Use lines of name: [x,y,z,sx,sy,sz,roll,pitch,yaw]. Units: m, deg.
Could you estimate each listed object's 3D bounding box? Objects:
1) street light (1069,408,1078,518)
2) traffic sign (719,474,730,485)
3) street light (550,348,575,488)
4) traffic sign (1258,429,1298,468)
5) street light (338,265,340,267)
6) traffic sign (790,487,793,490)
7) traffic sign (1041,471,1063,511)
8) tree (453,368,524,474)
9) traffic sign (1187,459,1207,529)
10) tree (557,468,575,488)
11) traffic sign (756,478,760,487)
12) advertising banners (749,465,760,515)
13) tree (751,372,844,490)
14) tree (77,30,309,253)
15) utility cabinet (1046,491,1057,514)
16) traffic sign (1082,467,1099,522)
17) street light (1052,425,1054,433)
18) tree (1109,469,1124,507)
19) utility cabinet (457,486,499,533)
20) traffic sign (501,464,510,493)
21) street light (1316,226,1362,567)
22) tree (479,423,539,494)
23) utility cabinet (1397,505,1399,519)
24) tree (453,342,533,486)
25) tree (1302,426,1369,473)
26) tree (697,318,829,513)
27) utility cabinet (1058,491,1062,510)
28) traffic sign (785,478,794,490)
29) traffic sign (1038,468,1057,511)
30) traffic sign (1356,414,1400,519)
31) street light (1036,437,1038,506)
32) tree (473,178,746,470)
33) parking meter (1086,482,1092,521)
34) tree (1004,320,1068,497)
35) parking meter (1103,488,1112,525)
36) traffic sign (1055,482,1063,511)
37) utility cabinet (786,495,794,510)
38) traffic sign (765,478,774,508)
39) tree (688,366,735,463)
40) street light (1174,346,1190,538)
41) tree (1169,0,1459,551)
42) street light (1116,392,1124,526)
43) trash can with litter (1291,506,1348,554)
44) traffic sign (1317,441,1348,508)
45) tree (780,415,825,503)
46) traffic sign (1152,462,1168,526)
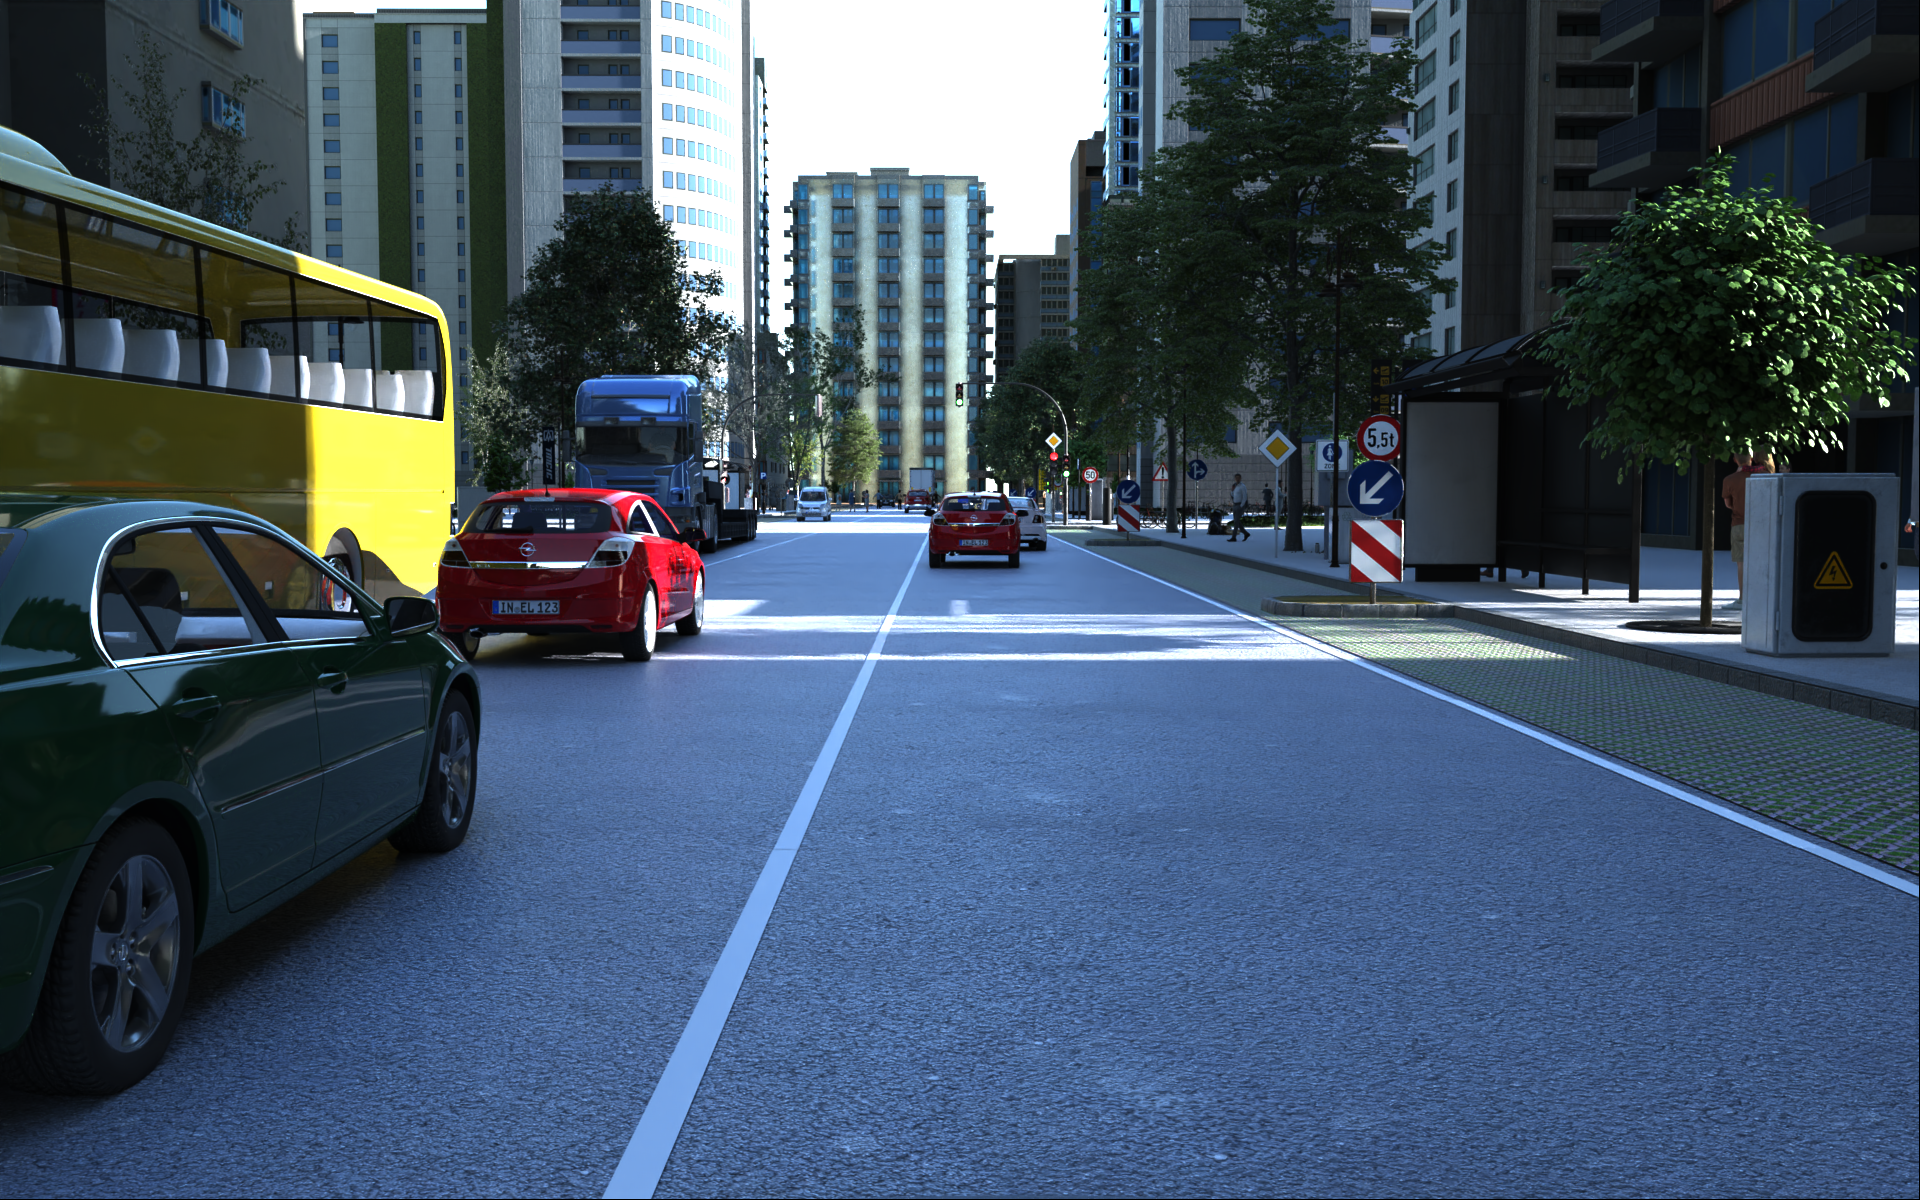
street light: [6.128,-7.383,93.506,0.468,5.910,1.993,0,4,0]
traffic sign: [-13.905,-6.228,101.931,0.768,2.556,0.104,0,4,8]
street light: [-12.568,-5.019,54.855,0.468,5.910,1.993,0,4,0]
traffic sign: [6.392,-2.145,34.808,0.795,2.593,0.064,0,4,3]
street light: [-12.503,-3.809,35.065,0.468,5.910,1.993,0,4,0]
traffic sign: [-14.626,-9.154,149.781,0.768,2.556,0.104,0,4,6]
traffic sign: [7.289,-8.445,131.947,2.265,3.308,0.079,0,4,5]
tree: [-27.469,-9.223,101.155,4.737,8.622,4.395,0,3,0]
traffic sign: [8.725,-3.898,63.844,0.768,2.556,0.104,0,4,5]
tree: [-29.364,-8.316,130.571,1.663,3.219,1.824,0,3,0]
traffic sign: [-15.624,-8.053,131.771,0.768,2.556,0.104,0,4,0]
advertising banners: [-12.642,-6.741,106.401,0.090,3.025,2.074,1,4,12]
tree: [-13.754,-13.398,144.818,9.928,11.665,9.643,0,3,0]
tree: [-12.421,-4.749,28.009,4.360,8.622,3.978,0,3,0]
utility cabinet: [5.848,-6.313,111.889,0.318,1.500,1.173,-1,4,-14]
traffic sign: [6.072,-4.933,80.757,0.768,2.556,0.104,0,4,4]
street light: [6.083,-8.601,113.414,0.468,5.910,1.993,0,4,0]
tree: [12.036,-8.483,133.305,1.663,3.219,1.824,0,3,0]
utility cabinet: [-13.899,-2.529,50.034,1.173,1.500,0.318,-1,4,-23]
traffic sign: [-13.516,-3.112,50.983,0.768,2.556,0.104,0,4,8]
street light: [6.574,-3.512,30.202,0.468,5.910,1.993,0,4,0]
tree: [-12.594,-3.214,47.154,1.663,3.219,1.824,0,3,0]
utility cabinet: [8.775,-1.327,32.856,1.020,1.237,0.306,0,4,2]
tree: [-22.048,-8.043,81.867,4.360,8.622,3.978,0,3,0]
tree: [18.254,-6.105,83.530,4.285,4.588,4.351,0,3,0]
tree: [-14.313,-12.845,120.388,12.009,13.543,11.850,0,3,0]
utility cabinet: [7.809,-7.966,138.924,1.173,1.500,0.318,-2,4,-28]
traffic sign: [-13.792,-8.568,140.189,0.768,2.556,0.104,0,4,1]
traffic sign: [7.231,-8.629,134.960,2.265,3.308,0.079,0,4,4]
traffic sign: [6.725,-1.691,27.759,0.768,2.556,0.104,0,4,5]
street light: [5.920,-9.816,133.273,0.468,5.910,1.993,0,4,0]
tree: [-12.647,-8.930,63.007,9.611,12.733,9.660,0,3,0]
parking meter: [6.161,-4.720,82.887,0.255,1.863,0.399,1,4,9]
tree: [6.765,-8.496,57.038,7.486,12.596,7.792,0,3,0]
parking meter: [6.075,-3.858,71.490,0.372,1.533,0.369,0,3,0]
traffic sign: [7.362,-7.956,130.184,0.768,2.556,0.104,0,4,6]
utility cabinet: [-13.482,-7.727,137.495,0.306,1.237,1.020,1,4,18]
traffic sign: [-15.472,-8.576,140.315,0.768,2.556,0.104,0,4,8]
tree: [-13.614,-8.401,87.712,4.360,8.622,3.978,0,3,0]
street light: [6.496,-4.729,50.101,0.468,5.910,1.993,0,4,0]
tree: [7.361,-7.406,39.220,7.486,12.596,7.792,0,3,0]
street light: [6.395,-5.922,69.609,0.468,5.910,1.993,0,4,0]
trash can with litter: [8.270,-1.598,37.186,1.678,1.210,2.233,-1,4,-19]
traffic sign: [6.987,-1.862,32.573,0.606,2.300,0.079,0,4,8]
tree: [-14.247,-12.450,153.917,4.737,8.622,4.395,0,3,0]
traffic sign: [8.151,-4.260,69.661,0.884,2.594,0.081,0,4,4]
